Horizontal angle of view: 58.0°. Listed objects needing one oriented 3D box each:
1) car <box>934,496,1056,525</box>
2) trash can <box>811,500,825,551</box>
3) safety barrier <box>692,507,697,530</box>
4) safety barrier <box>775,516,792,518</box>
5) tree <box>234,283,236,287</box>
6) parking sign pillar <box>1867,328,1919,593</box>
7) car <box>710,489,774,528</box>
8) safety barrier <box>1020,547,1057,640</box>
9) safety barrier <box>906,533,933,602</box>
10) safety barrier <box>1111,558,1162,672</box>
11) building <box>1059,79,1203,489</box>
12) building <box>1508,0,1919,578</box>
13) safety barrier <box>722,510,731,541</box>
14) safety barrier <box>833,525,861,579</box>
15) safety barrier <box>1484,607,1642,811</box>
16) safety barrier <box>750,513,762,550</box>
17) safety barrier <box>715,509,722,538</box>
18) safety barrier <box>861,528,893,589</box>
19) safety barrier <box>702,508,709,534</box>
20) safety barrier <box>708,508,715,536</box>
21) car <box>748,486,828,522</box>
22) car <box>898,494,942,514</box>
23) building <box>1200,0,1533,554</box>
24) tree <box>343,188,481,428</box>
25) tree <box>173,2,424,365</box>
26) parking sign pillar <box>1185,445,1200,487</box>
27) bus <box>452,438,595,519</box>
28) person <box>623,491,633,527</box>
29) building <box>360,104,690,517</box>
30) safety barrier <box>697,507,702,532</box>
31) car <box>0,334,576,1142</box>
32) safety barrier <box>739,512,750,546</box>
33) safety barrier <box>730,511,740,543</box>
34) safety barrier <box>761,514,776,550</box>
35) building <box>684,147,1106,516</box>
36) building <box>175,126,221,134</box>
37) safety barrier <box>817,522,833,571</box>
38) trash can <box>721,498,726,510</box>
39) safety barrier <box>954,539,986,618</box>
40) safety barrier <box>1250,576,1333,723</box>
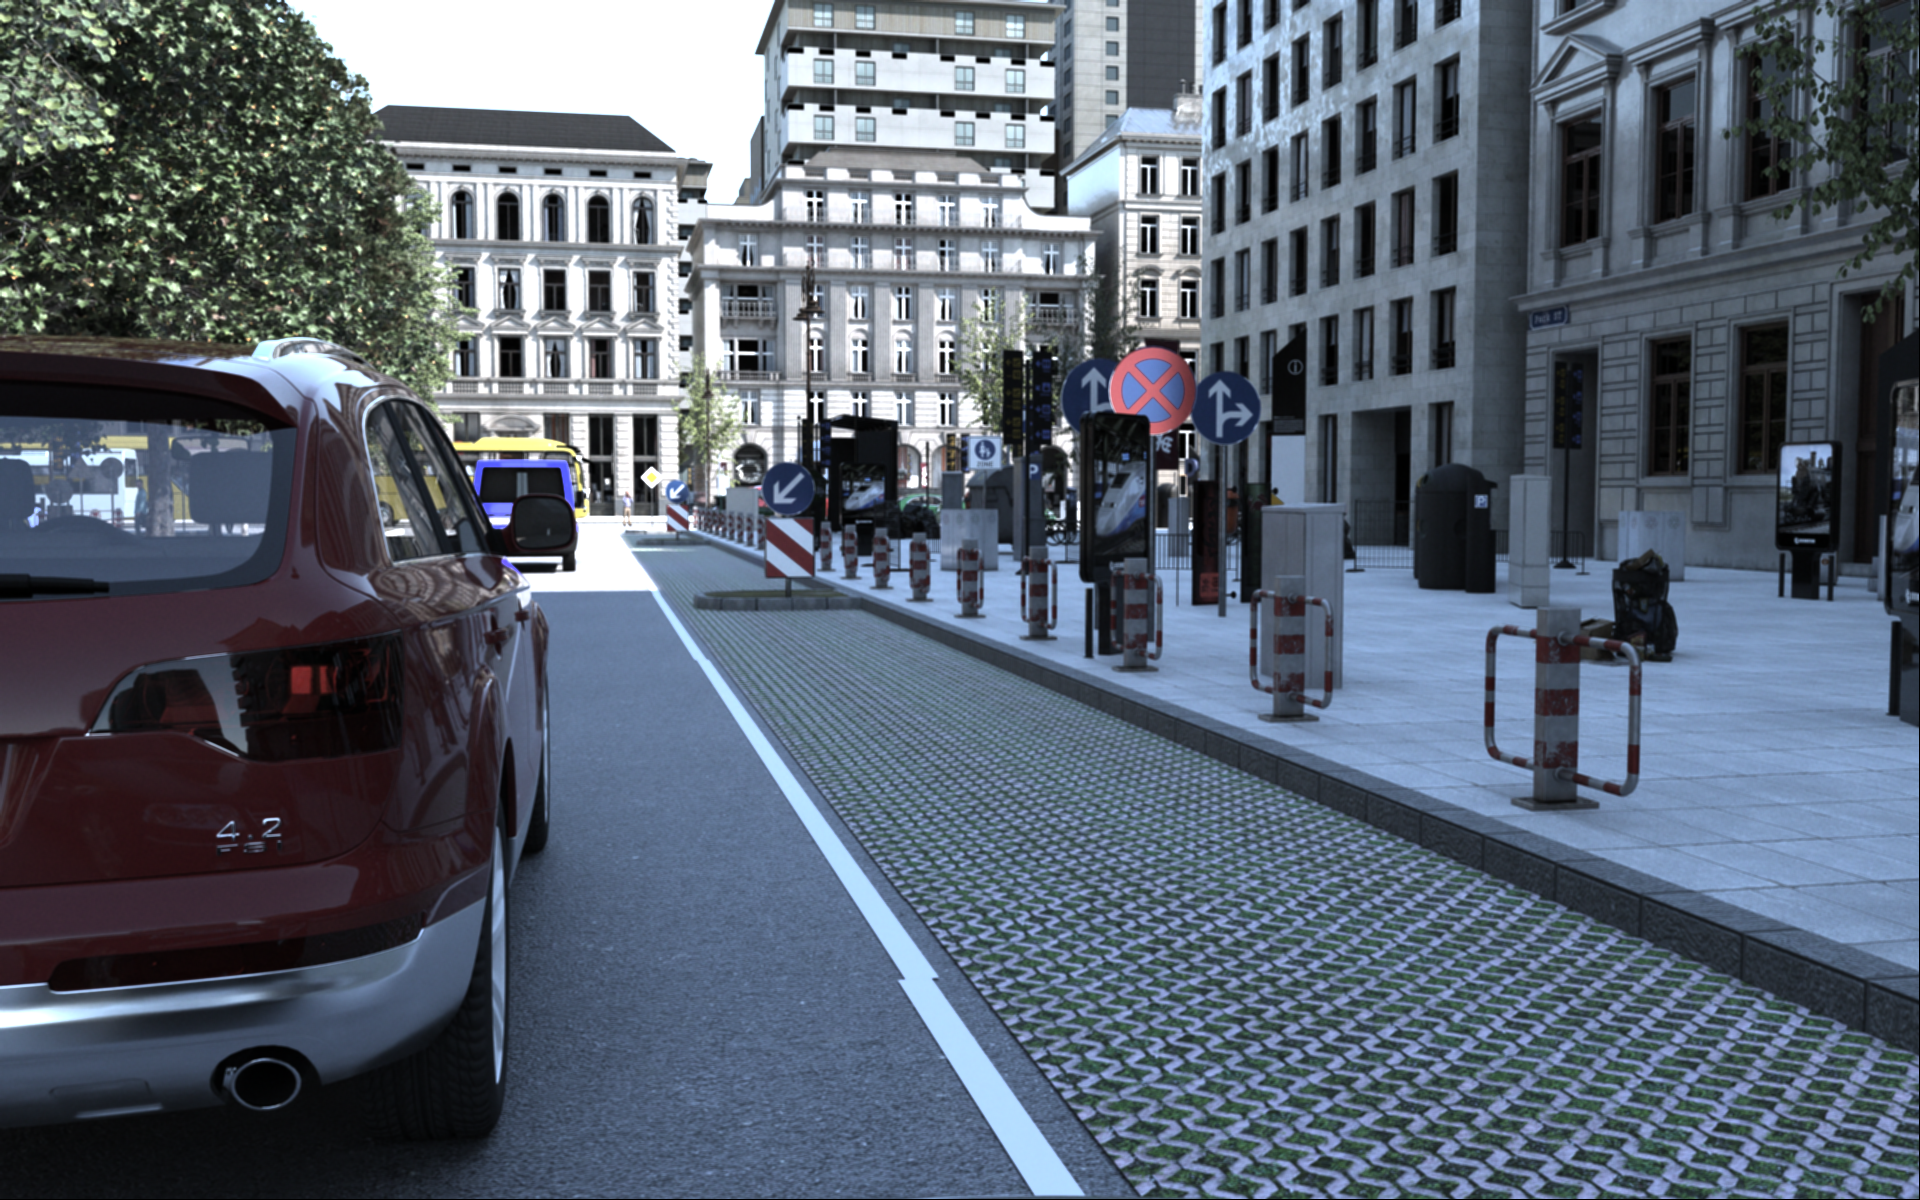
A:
[{"bbox_3d":[1.409,-3.484,68.767,4.920,1.459,2.131,-1,4,-13],"label":"car"},{"bbox_3d":[-3.411,-1.673,39.009,0.748,1.137,0.748,0,3,0],"label":"trash can"},{"bbox_3d":[-9.230,-2.888,61.496,0.300,0.817,1.120,-1,4,-12],"label":"safety barrier"},{"bbox_3d":[-3.399,-1.226,34.326,0.300,0.817,1.120,-1,4,-12],"label":"safety barrier"},{"bbox_3d":[-19.027,-6.014,51.142,4.737,8.622,4.395,0,3,0],"label":"tree"},{"bbox_3d":[12.635,-2.078,22.442,1.447,3.967,1.447,-3,5,-42],"label":"parking sign pillar"},{"bbox_3d":[-8.216,-3.673,69.836,4.222,1.686,2.009,-1,4,-12],"label":"car"},{"bbox_3d":[0.692,-0.061,15.272,0.300,0.817,1.120,-1,4,-12],"label":"safety barrier"},{"bbox_3d":[-0.483,-0.394,20.713,0.300,0.817,1.120,-1,4,-12],"label":"safety barrier"},{"bbox_3d":[1.272,0.105,12.556,0.300,0.817,1.120,-1,4,-12],"label":"safety barrier"},{"bbox_3d":[20.081,-19.191,111.042,25.104,27.353,12.463,-1,4,-12],"label":"building"},{"bbox_3d":[18.655,-11.657,26.750,11.583,22.565,21.152,-1,4,-12],"label":"building"},{"bbox_3d":[-6.321,-2.057,47.912,0.300,0.817,1.120,-1,4,-12],"label":"safety barrier"},{"bbox_3d":[-1.651,-0.728,26.173,0.300,0.817,1.120,-1,4,-12],"label":"safety barrier"},{"bbox_3d":[2.444,0.439,7.093,0.300,0.817,1.120,-1,4,-12],"label":"safety barrier"},{"bbox_3d":[-4.568,-1.559,39.760,0.300,0.817,1.120,-1,4,-12],"label":"safety barrier"},{"bbox_3d":[-6.904,-2.224,50.632,0.300,0.817,1.120,-1,4,-12],"label":"safety barrier"},{"bbox_3d":[-1.063,-0.560,23.439,0.300,0.817,1.120,-1,4,-12],"label":"safety barrier"},{"bbox_3d":[-8.069,-2.556,56.065,0.300,0.817,1.120,-1,4,-12],"label":"safety barrier"},{"bbox_3d":[-7.485,-2.390,53.347,0.300,0.817,1.120,-1,4,-12],"label":"safety barrier"},{"bbox_3d":[-6.938,-3.951,73.270,5.304,1.827,2.281,-1,4,-11],"label":"car"},{"bbox_3d":[-1.156,-3.718,72.587,4.920,1.459,2.131,-1,4,-14],"label":"car"},{"bbox_3d":[14.207,-11.676,45.650,10.420,20.320,16.860,-1,4,-12],"label":"building"},{"bbox_3d":[-19.852,-8.355,57.186,7.486,12.596,7.792,0,3,0],"label":"tree"},{"bbox_3d":[-17.779,-8.220,44.281,7.806,13.903,7.818,0,3,0],"label":"tree"},{"bbox_3d":[12.808,-6.499,94.722,1.447,3.967,1.447,-2,4,-26],"label":"parking sign pillar"},{"bbox_3d":[-22.273,-5.157,75.869,12.252,3.916,2.896,-1,4,-10],"label":"bus"},{"bbox_3d":[-14.667,-4.030,76.451,0.319,1.574,0.516,3,5,44],"label":"person"},{"bbox_3d":[-26.016,-16.636,100.873,19.941,23.489,11.050,-1,4,-12],"label":"building"},{"bbox_3d":[-8.649,-2.722,58.781,0.300,0.817,1.120,-1,4,-12],"label":"safety barrier"},{"bbox_3d":[-2.324,0.213,5.187,2.281,1.827,5.304,-1,4,-12],"label":"car"},{"bbox_3d":[-5.150,-1.725,42.475,0.300,0.817,1.120,-1,4,-12],"label":"safety barrier"},{"bbox_3d":[-5.735,-1.891,45.194,0.300,0.817,1.120,-1,4,-12],"label":"safety barrier"},{"bbox_3d":[-3.987,-1.392,37.039,0.300,0.817,1.120,-1,4,-12],"label":"safety barrier"},{"bbox_3d":[-4.483,-16.203,106.726,24.055,21.916,13.314,-1,4,-12],"label":"building"},{"bbox_3d":[-47.789,-18.590,97.459,24.014,27.812,14.314,-1,4,-12],"label":"building"},{"bbox_3d":[-2.235,-0.894,28.897,0.300,0.817,1.120,-1,4,-12],"label":"safety barrier"},{"bbox_3d":[-8.441,-3.190,63.810,0.748,1.137,0.748,0,3,0],"label":"trash can"},{"bbox_3d":[0.103,-0.228,17.998,0.300,0.817,1.120,-1,4,-12],"label":"safety barrier"},{"bbox_3d":[1.864,0.273,9.809,0.300,0.817,1.120,-1,4,-12],"label":"safety barrier"}]
